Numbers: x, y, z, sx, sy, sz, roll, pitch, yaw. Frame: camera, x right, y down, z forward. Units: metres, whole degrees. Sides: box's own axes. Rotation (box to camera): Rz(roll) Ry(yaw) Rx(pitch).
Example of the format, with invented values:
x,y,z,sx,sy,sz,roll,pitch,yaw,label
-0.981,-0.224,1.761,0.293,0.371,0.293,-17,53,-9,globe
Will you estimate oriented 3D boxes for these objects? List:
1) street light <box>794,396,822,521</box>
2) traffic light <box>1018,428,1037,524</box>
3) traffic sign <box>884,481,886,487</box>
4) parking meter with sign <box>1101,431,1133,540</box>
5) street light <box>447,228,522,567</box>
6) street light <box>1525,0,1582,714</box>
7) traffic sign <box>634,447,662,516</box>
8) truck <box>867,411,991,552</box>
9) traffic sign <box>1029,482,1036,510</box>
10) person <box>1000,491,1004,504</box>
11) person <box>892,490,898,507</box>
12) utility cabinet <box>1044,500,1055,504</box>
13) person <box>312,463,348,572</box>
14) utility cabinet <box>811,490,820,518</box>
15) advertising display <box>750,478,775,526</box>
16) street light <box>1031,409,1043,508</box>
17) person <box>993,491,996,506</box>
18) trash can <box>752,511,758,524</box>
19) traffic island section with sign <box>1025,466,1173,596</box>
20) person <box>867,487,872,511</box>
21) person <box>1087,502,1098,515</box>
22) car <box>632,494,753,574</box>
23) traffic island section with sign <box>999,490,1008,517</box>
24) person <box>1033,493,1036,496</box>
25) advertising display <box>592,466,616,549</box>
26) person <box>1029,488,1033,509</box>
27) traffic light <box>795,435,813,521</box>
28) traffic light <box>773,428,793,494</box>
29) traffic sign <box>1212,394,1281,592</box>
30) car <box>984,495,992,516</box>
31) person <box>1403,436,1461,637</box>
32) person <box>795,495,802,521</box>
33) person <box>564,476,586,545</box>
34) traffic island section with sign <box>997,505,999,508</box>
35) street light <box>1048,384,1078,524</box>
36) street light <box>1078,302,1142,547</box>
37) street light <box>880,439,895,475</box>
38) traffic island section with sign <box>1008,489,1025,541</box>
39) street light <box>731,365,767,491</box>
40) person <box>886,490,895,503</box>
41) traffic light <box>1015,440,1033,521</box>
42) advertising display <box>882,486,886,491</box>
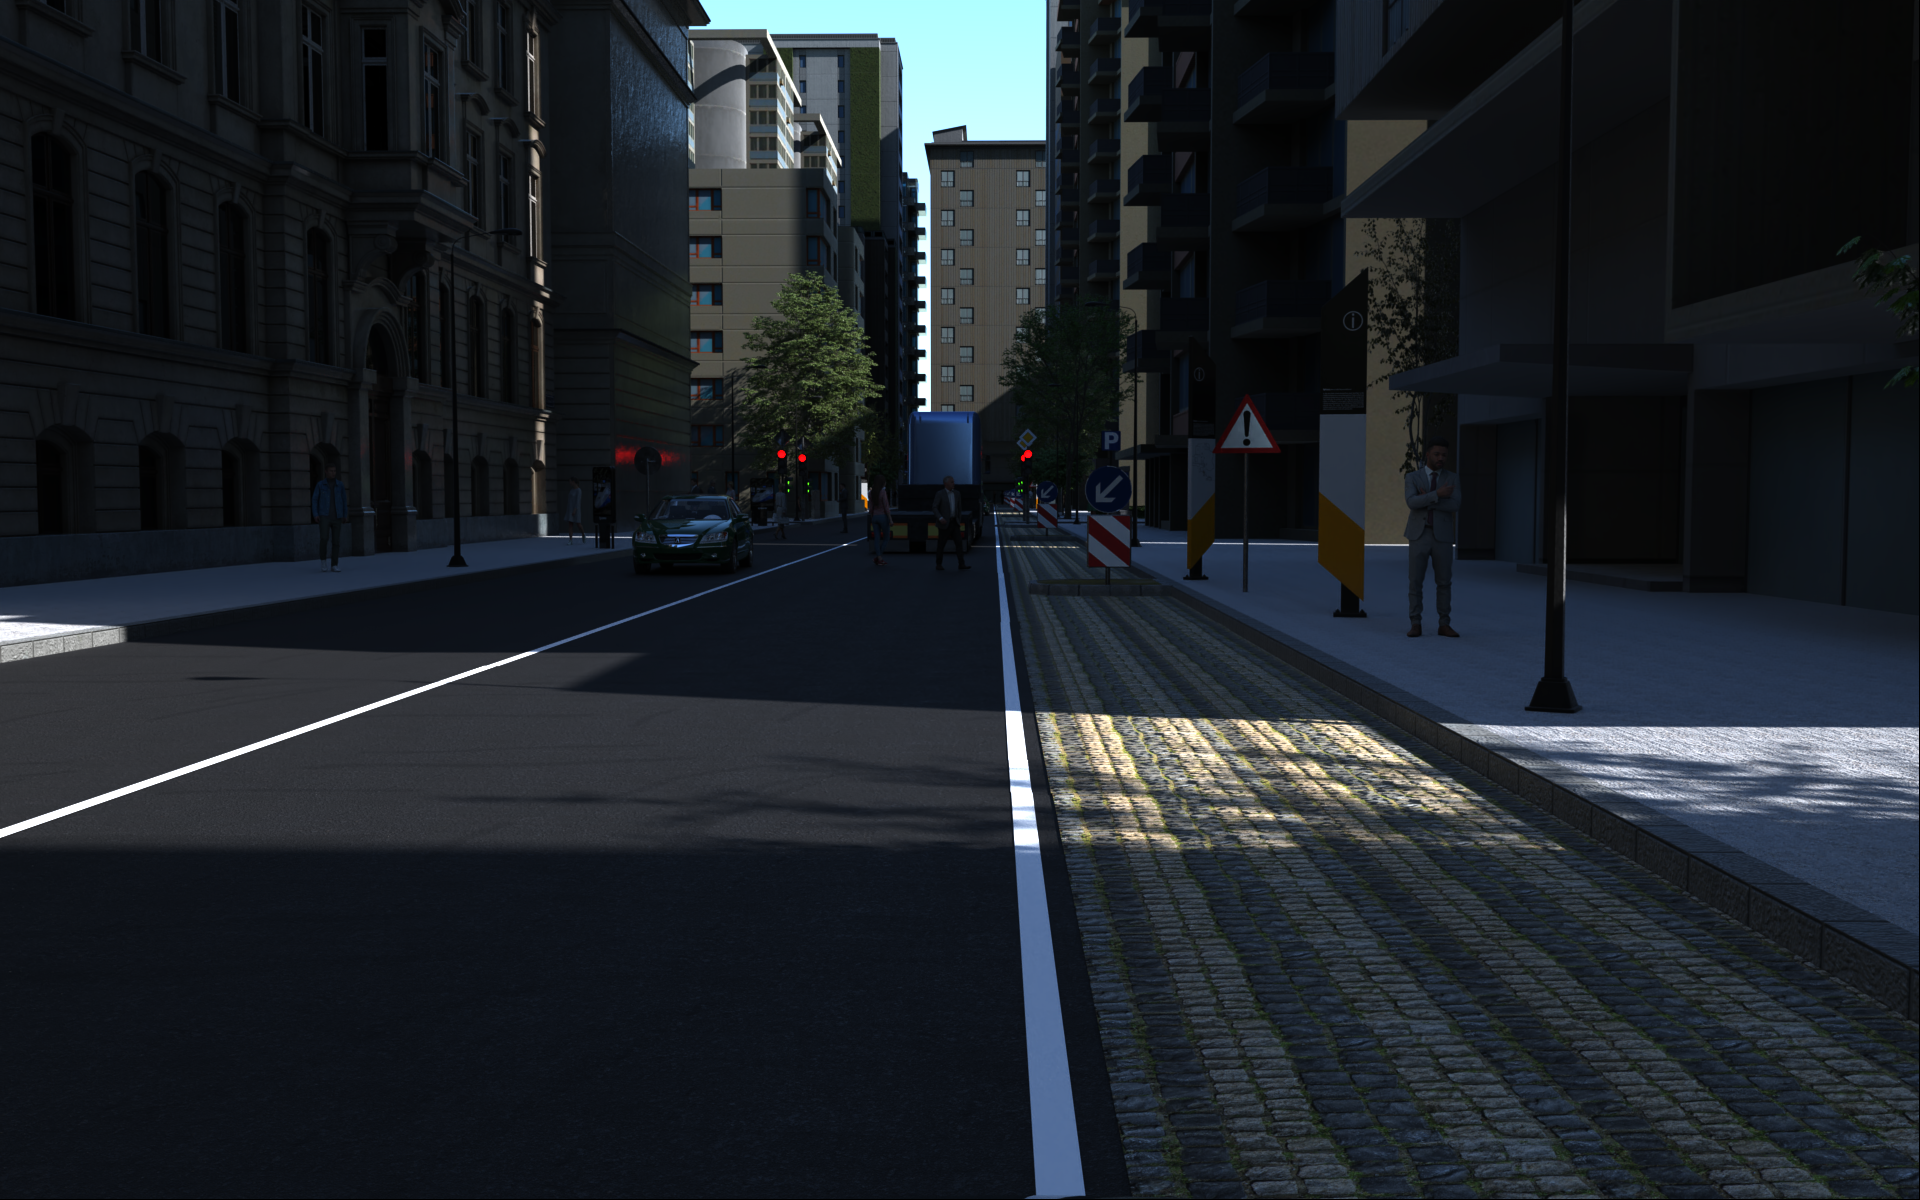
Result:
x,y,z,sx,sy,sz,roll,pitch,yaw,label
-7.213,-6.701,82.103,1.470,5.913,1.316,0,4,1,street light
2.881,-5.202,73.968,0.839,4.253,0.868,0,4,1,traffic light
-6.424,-8.653,141.578,0.768,2.556,0.104,0,4,4,traffic sign
4.302,-3.105,47.023,0.543,3.016,1.738,-1,4,-10,parking meter with sign
-8.339,-3.539,30.411,1.470,5.913,1.316,0,4,1,street light
2.989,-2.299,10.136,1.470,5.913,1.316,0,4,1,street light
-8.372,-2.834,46.437,0.768,2.556,0.104,1,4,8,traffic sign
-0.706,-3.724,50.652,2.967,4.110,18.799,0,4,2,truck
5.851,-8.349,136.510,0.884,2.594,0.081,0,4,2,traffic sign
5.419,-12.947,219.813,0.705,1.869,1.348,3,5,40,person
-6.705,-10.475,177.316,0.705,1.822,1.348,2,4,30,person
5.150,-5.561,99.595,0.318,1.500,1.173,1,4,21,utility cabinet
-10.350,-1.350,28.458,0.601,1.785,0.444,-2,4,-33,person
-7.557,-5.006,90.528,0.318,1.500,1.173,-1,4,-13,utility cabinet
-7.950,-3.945,69.713,0.974,1.923,0.123,0,4,4,advertising display
4.760,-7.438,94.152,1.470,5.913,1.316,0,4,1,street light
3.917,-11.687,200.103,0.721,1.766,1.217,1,4,9,person
-8.682,-3.864,74.824,0.748,1.137,0.748,0,3,0,trash can
1.996,-1.008,25.104,1.989,1.847,2.006,0,4,1,traffic island section with sign
-6.967,-7.665,131.624,0.793,1.790,0.793,-1,4,-23,person
5.334,-3.837,69.027,0.600,1.795,0.529,0,4,7,person
-4.985,-1.281,32.736,2.131,1.459,4.920,0,4,-1,car
3.562,-6.027,107.173,1.989,1.847,2.006,0,4,1,traffic island section with sign
7.844,-11.317,191.095,1.348,1.821,0.705,0,4,4,person
-8.383,-2.178,40.820,0.123,1.923,0.974,-3,4,-38,advertising display
6.035,-8.696,148.455,0.478,1.798,0.641,-2,4,-31,person
-7.426,-5.701,82.134,0.839,4.253,0.868,0,4,1,traffic light
-7.579,-5.213,74.150,0.839,4.253,0.868,0,4,1,traffic light
3.734,-1.382,22.595,0.884,2.594,0.081,1,4,8,traffic sign
1.047,-6.374,116.006,2.131,1.459,4.920,0,4,2,car
4.240,-0.569,15.522,0.511,1.800,0.466,0,4,-6,person
-7.802,-4.464,83.700,0.373,1.253,0.362,-1,4,-16,person
-9.748,-2.267,43.856,0.466,1.731,0.760,1,4,14,person
4.067,-7.676,134.124,1.989,1.847,2.006,0,4,1,traffic island section with sign
4.407,-6.150,73.099,1.470,5.913,1.316,0,4,1,street light
3.707,-4.244,41.928,1.470,5.913,1.316,0,4,1,street light
-6.126,-10.577,145.470,1.470,5.913,1.316,0,4,1,street light
2.541,-2.720,53.092,1.989,1.847,2.006,0,4,1,traffic island section with sign
-7.655,-5.501,62.477,1.470,5.913,1.316,0,4,1,street light
-6.947,-9.928,169.188,1.217,1.723,0.721,0,4,-8,person
3.033,-5.690,81.951,0.839,4.253,0.868,0,4,1,traffic light
-6.598,-8.454,143.442,0.974,1.923,0.123,0,4,0,advertising display
